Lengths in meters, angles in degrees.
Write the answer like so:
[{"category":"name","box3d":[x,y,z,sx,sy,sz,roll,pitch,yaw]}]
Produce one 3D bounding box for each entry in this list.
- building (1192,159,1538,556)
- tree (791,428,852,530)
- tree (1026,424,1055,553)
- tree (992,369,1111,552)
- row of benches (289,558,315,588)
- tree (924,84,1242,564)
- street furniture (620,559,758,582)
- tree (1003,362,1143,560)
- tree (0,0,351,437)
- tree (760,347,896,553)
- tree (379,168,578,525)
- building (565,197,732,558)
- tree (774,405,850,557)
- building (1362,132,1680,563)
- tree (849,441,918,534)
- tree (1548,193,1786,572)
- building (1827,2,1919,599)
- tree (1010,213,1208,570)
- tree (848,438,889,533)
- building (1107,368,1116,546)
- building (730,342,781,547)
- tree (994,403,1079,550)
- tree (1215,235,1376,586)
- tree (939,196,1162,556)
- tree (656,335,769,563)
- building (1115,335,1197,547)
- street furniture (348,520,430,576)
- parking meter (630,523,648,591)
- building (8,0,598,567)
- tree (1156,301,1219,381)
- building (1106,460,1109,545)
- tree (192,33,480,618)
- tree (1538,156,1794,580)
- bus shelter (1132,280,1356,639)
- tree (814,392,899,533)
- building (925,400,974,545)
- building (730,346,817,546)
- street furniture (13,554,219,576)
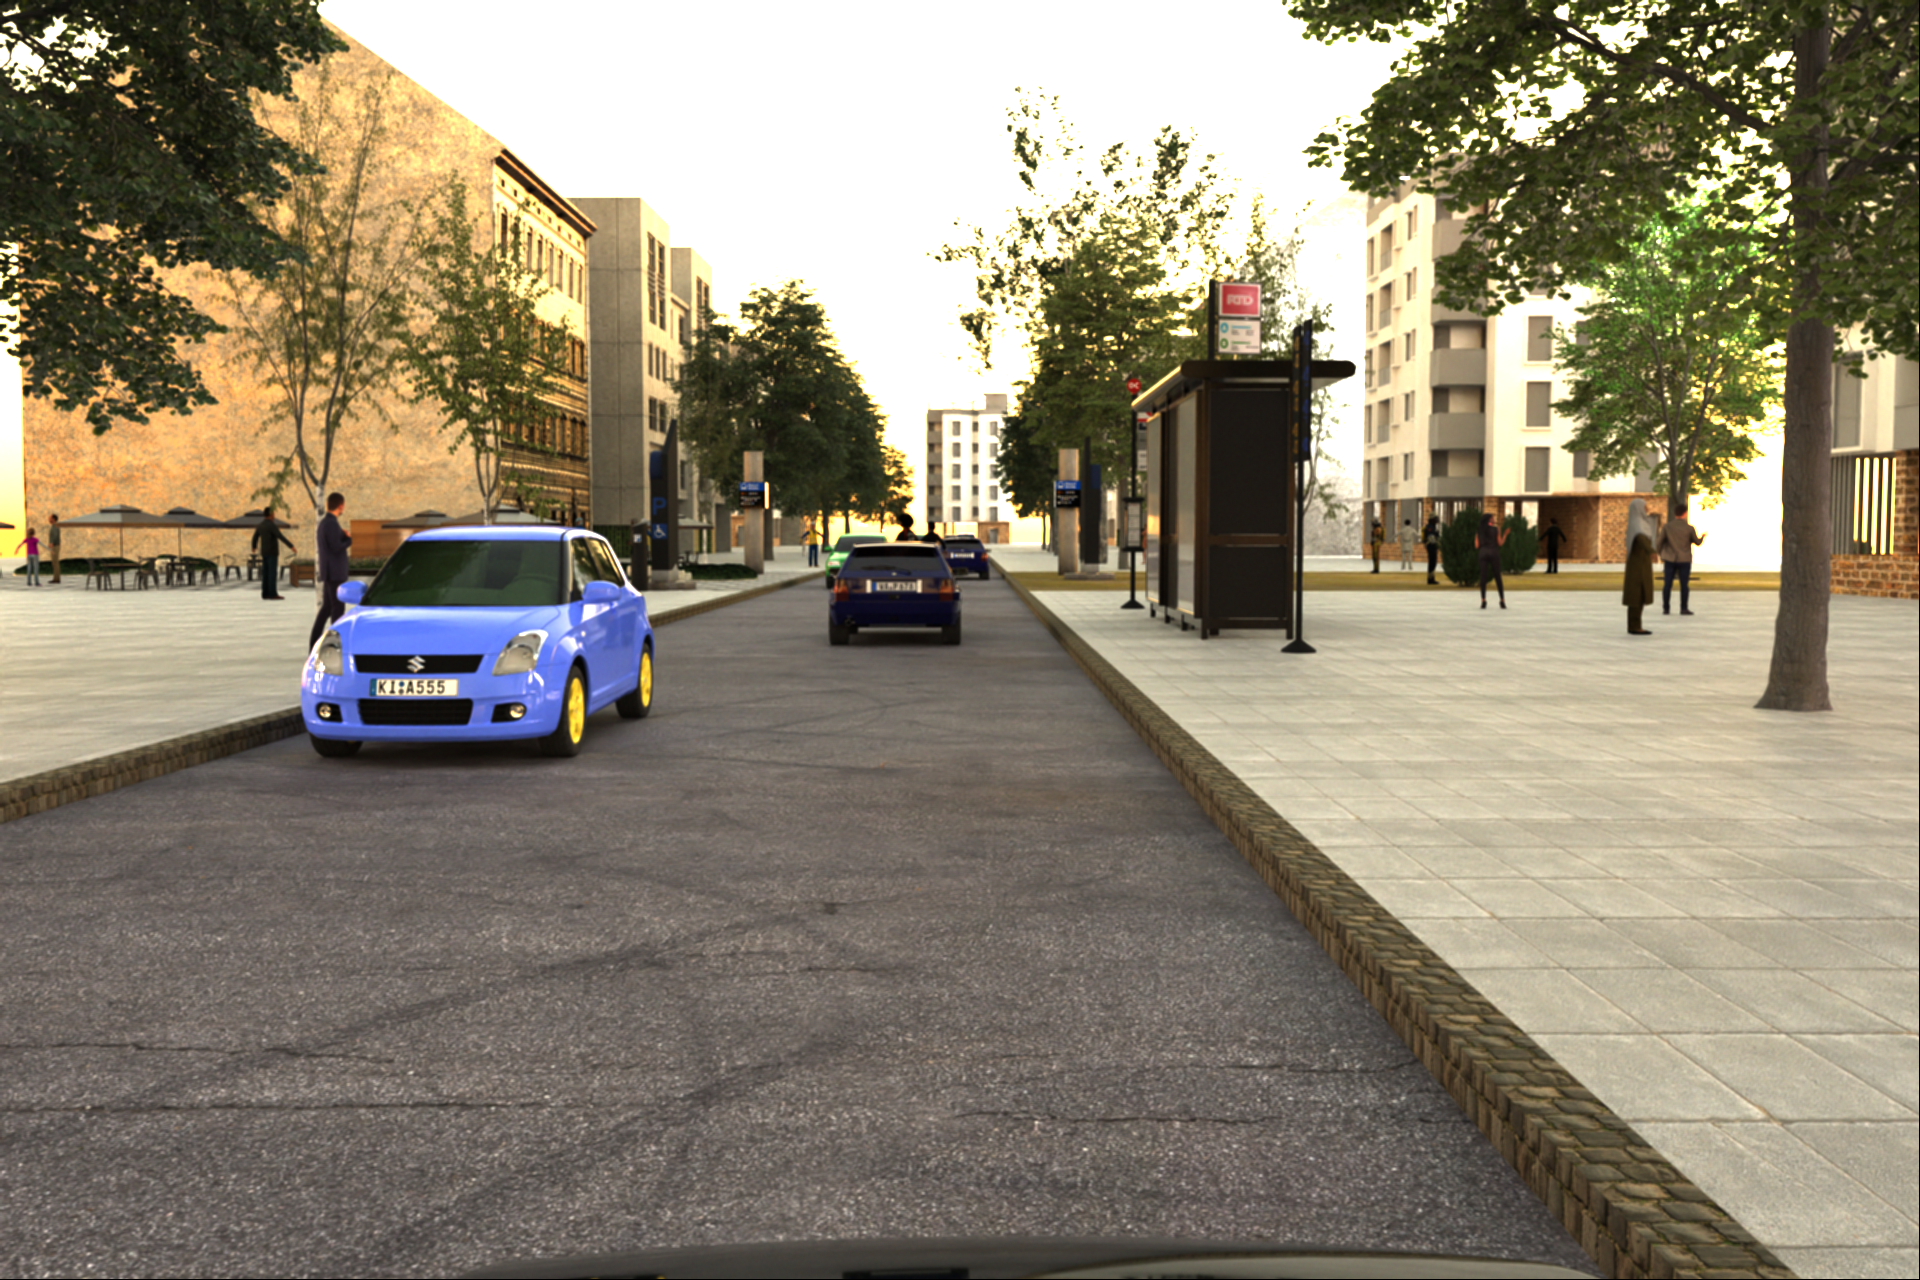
[{"category":"building","box3d":[25.393,-17.026,109.305,19.493,23.208,18.063,0,4,0]},{"category":"tree","box3d":[-9.549,-9.699,108.936,4.360,8.622,3.978,0,3,0]},{"category":"tree","box3d":[5.835,-10.080,115.164,4.360,8.622,3.978,0,3,0]},{"category":"tree","box3d":[6.592,-13.350,124.922,9.857,13.997,8.962,0,3,0]},{"category":"row of benches","box3d":[-16.311,-1.695,43.169,1.422,0.672,4.104,-1,4,-23]},{"category":"tree","box3d":[4.794,-13.394,74.885,12.611,20.169,13.585,0,3,0]},{"category":"street furniture","box3d":[-8.950,-1.913,46.897,5.734,0.657,10.072,1,4,13]},{"category":"tree","box3d":[6.214,-9.348,87.253,8.767,10.594,7.601,0,4,8]},{"category":"tree","box3d":[-9.824,-6.633,15.099,9.857,13.997,8.962,0,3,0]},{"category":"tree","box3d":[-9.198,-12.869,117.070,9.857,13.997,8.962,0,3,0]},{"category":"tree","box3d":[-9.628,-5.186,35.155,4.737,8.622,4.395,0,3,0]},{"category":"building","box3d":[-24.834,-14.708,106.933,16.747,18.905,31.486,0,4,1]},{"category":"tree","box3d":[-9.036,-9.024,97.901,4.360,8.622,3.978,0,3,0]},{"category":"building","box3d":[25.940,-14.167,88.046,16.016,20.090,11.380,0,4,0]},{"category":"tree","box3d":[-10.512,-20.036,234.235,9.857,13.997,8.962,0,3,0]},{"category":"tree","box3d":[23.834,-8.562,58.109,7.486,12.596,7.792,0,3,0]},{"category":"building","box3d":[23.650,-10.971,35.796,16.016,20.090,11.380,0,4,0]},{"category":"tree","box3d":[5.502,-8.809,62.153,7.486,12.596,7.792,0,3,0]},{"category":"tree","box3d":[-9.509,-12.856,144.613,7.601,10.594,8.767,0,4,-6]},{"category":"building","box3d":[21.741,-20.709,195.013,16.016,20.090,11.380,0,4,0]},{"category":"building","box3d":[-24.036,-19.272,171.520,16.016,20.090,11.380,0,4,-1]},{"category":"tree","box3d":[6.373,-13.515,139.093,7.486,12.596,7.792,0,3,0]},{"category":"tree","box3d":[8.523,-5.633,42.459,4.360,8.622,3.978,0,3,0]},{"category":"tree","box3d":[5.176,-14.910,99.667,12.611,20.169,13.585,0,3,0]},{"category":"tree","box3d":[-9.865,-7.021,65.158,4.360,8.622,3.978,0,3,0]},{"category":"building","box3d":[24.380,-18.087,162.184,16.747,18.905,31.486,0,3,0]},{"category":"street furniture","box3d":[-18.099,-2.971,55.429,9.812,1.723,11.010,0,4,-6]},{"category":"parking meter","box3d":[-7.216,-1.868,38.952,0.372,1.533,0.369,0,3,0]},{"category":"building","box3d":[-27.483,-15.014,76.405,19.493,23.208,18.063,0,4,-1]},{"category":"tree","box3d":[7.951,-6.365,54.436,4.737,8.622,4.395,0,3,0]},{"category":"building","box3d":[22.316,-21.750,212.036,16.016,20.090,11.380,0,4,0]},{"category":"tree","box3d":[-9.859,-4.627,26.021,4.360,8.622,3.978,0,3,0]},{"category":"tree","box3d":[20.197,-7.501,48.389,9.928,11.665,9.643,0,3,0]},{"category":"bus shelter","box3d":[3.735,-2.908,25.172,2.179,5.291,8.768,0,3,0]},{"category":"tree","box3d":[-8.480,-13.135,132.888,7.486,12.596,7.792,0,3,0]},{"category":"building","box3d":[-4.389,-23.040,235.585,11.380,20.090,16.016,0,4,-1]},{"category":"building","box3d":[-26.761,-22.594,200.339,19.493,23.208,18.063,0,4,1]},{"category":"street furniture","box3d":[-28.113,-2.580,57.804,5.734,0.657,10.072,-1,4,-16]}]
